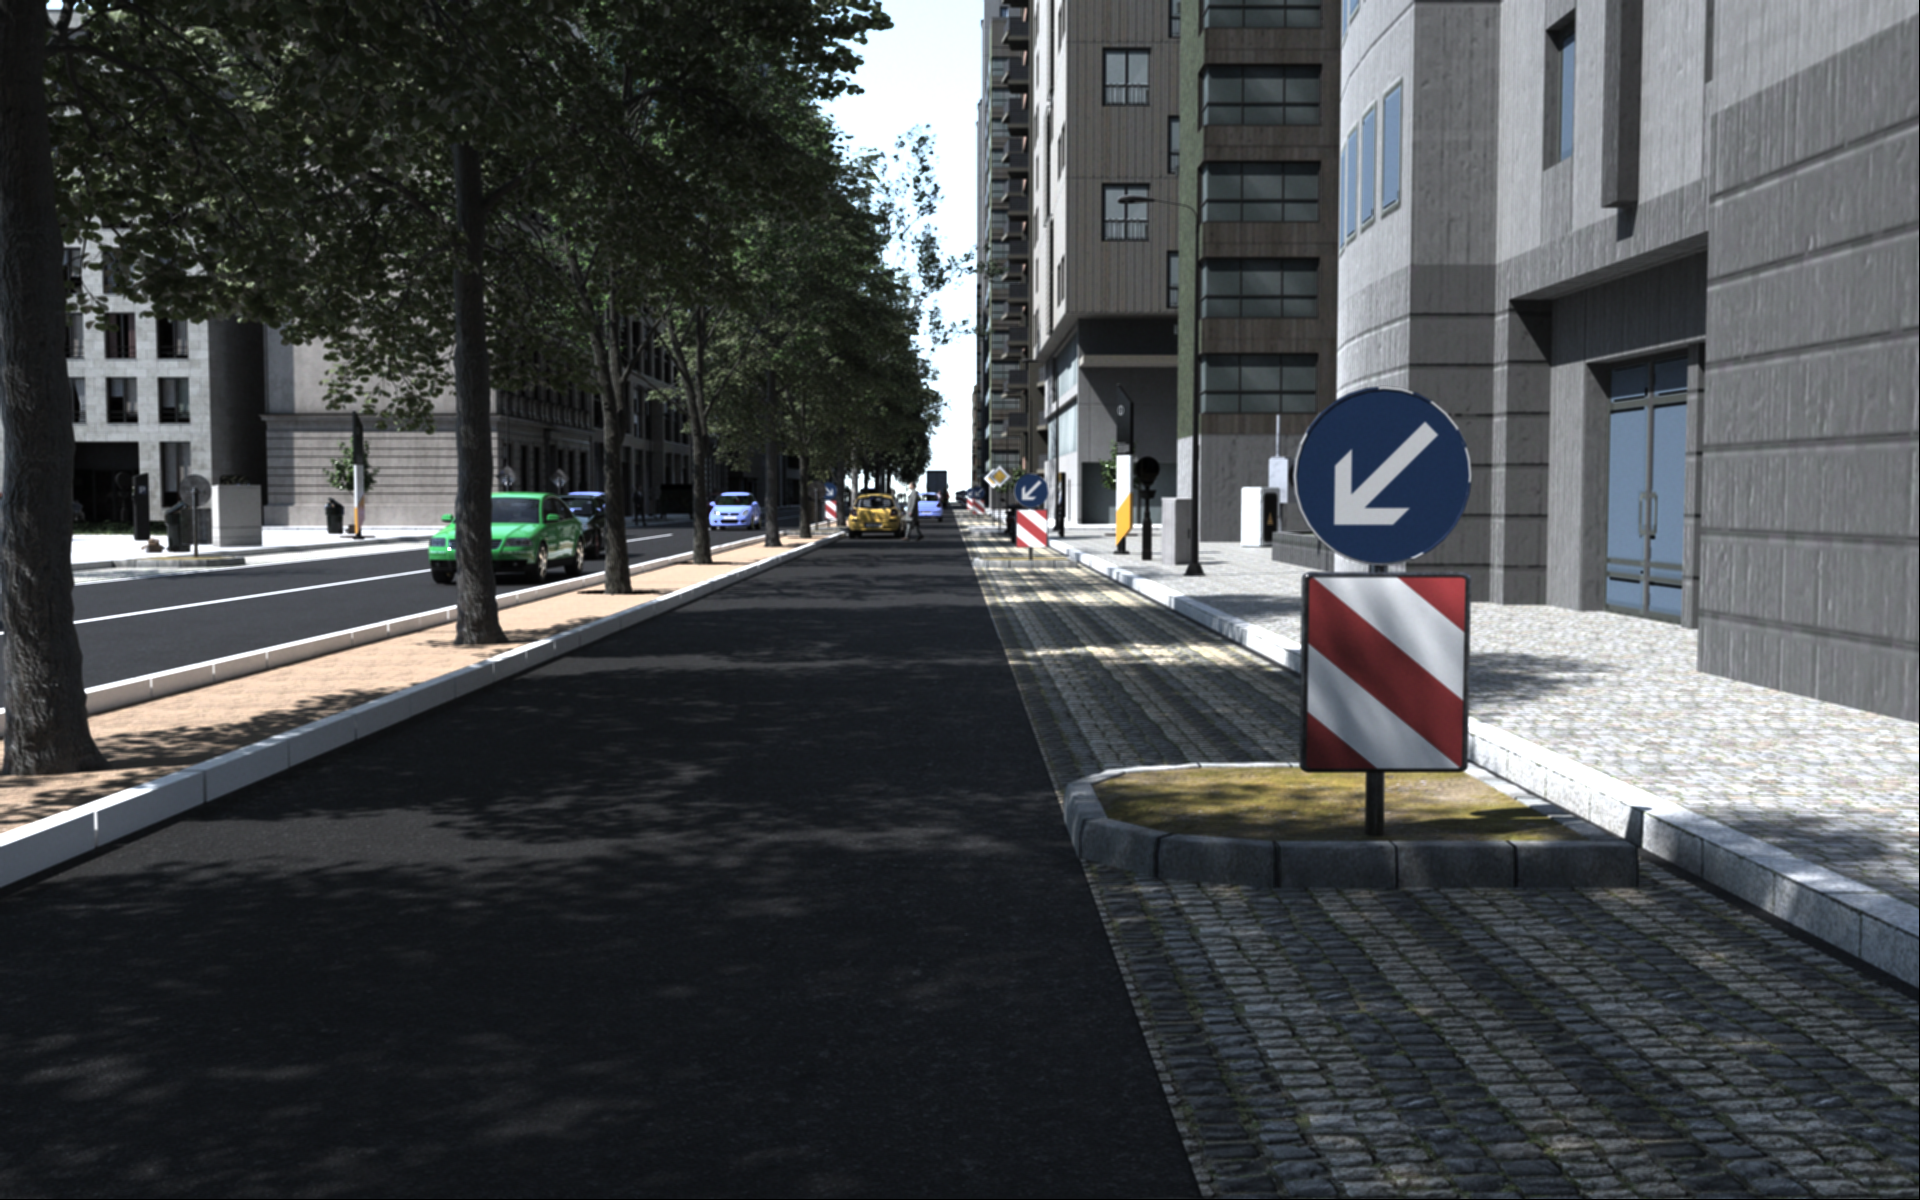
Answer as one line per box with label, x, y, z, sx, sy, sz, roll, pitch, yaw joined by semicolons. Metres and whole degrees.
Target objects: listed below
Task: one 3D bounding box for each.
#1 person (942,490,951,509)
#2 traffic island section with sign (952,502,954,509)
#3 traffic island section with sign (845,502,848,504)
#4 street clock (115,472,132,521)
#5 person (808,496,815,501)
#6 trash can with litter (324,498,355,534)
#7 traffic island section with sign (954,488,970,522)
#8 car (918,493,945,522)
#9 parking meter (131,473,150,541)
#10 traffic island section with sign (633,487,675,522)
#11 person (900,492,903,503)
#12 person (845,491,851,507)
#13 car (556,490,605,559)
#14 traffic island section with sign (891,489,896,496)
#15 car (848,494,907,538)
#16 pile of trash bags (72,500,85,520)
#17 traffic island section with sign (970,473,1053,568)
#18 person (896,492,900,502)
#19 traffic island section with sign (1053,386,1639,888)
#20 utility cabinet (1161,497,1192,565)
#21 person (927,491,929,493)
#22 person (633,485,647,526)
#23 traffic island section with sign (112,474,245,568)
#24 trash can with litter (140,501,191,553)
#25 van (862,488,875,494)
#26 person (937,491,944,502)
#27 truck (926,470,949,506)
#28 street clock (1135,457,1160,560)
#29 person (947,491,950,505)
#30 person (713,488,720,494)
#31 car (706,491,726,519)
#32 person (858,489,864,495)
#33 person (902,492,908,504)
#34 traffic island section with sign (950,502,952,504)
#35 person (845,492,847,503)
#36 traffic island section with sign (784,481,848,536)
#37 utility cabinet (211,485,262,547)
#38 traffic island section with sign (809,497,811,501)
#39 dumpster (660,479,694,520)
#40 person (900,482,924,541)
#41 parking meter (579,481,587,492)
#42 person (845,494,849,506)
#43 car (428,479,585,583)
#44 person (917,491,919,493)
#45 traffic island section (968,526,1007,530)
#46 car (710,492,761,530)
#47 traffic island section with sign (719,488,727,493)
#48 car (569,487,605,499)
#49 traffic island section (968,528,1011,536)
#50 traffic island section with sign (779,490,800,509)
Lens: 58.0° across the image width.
person;-1.492;-9.903;170.502;1.348;1.812;0.705;-1;4;-17
traffic island section with sign;0.629;-6.646;117.287;1.989;1.847;2.006;0;4;0
traffic island section with sign;-17.236;-16.410;276.937;1.989;1.847;2.006;0;4;0
street clock;-27.886;-3.254;57.776;0.358;2.002;0.471;3;4;38
person;-12.331;-8.307;145.028;1.217;1.736;0.721;-1;4;-10
trash can with litter;-19.924;-2.721;55.877;1.055;1.170;0.624;-2;4;-29
traffic island section with sign;0.837;-4.941;89.406;1.989;1.847;2.006;0;4;0
car;-1.738;-4.872;89.250;1.945;1.707;3.694;0;4;-1
parking meter;-22.642;-2.578;47.855;0.399;1.863;0.255;-3;5;-44
traffic island section with sign;-15.835;-4.966;89.826;1.989;1.847;2.006;0;4;0
person;-9.853;-17.300;291.448;1.348;1.812;0.705;-1;4;-20
person;-12.443;-11.456;195.822;1.348;1.821;0.705;3;5;44
car;-8.843;-1.797;39.175;2.009;1.686;4.222;0;4;-2
traffic island section with sign;-5.638;-8.223;142.585;2.006;1.907;1.989;0;4;0
car;-2.727;-2.890;57.480;2.015;1.641;3.980;0;4;1
pile of trash bags;-31.080;-2.960;58.147;3.447;1.369;1.912;0;4;4
traffic island section with sign;1.261;-1.561;34.152;1.989;1.847;2.006;0;4;0
person;-9.405;-15.667;265.587;0.756;1.711;0.436;-2;4;-30
traffic island section with sign;1.455;0.088;7.197;1.989;1.847;2.006;0;4;0
utility cabinet;4.013;-1.261;31.777;0.306;1.237;1.020;2;4;27
person;-3.105;-9.875;170.500;0.434;1.755;0.990;1;4;21
person;-14.492;-4.297;78.534;0.659;1.850;0.755;-3;5;-40
traffic island section with sign;-15.407;-1.578;34.422;1.989;1.847;2.006;0;4;0
trash can with litter;-17.441;-1.636;38.141;1.055;1.170;0.624;-3;4;-39
van;-8.352;-9.713;163.192;2.240;2.365;5.245;0;4;0
person;-1.775;-8.463;147.803;0.756;1.711;0.436;0;4;-3
truck;-2.757;-13.450;208.827;2.839;4.237;11.283;0;4;0
street clock;3.631;-1.775;33.591;0.471;2.002;0.358;0;4;6
person;-1.643;-13.712;232.627;0.705;1.831;1.348;-1;4;-21
person;-15.915;-6.413;113.319;0.580;1.828;0.573;1;4;14
car;-13.034;-5.248;94.837;2.155;1.783;4.494;0;3;0
person;-6.968;-6.889;121.257;0.709;1.813;0.853;1;4;9
person;-7.802;-14.540;246.215;0.705;1.826;1.348;3;4;37
traffic island section with sign;0.251;-9.726;167.643;1.989;1.847;2.006;0;4;0
person;-17.312;-15.566;263.666;0.551;1.740;0.621;1;4;19
traffic island section with sign;-5.021;-3.175;60.041;2.006;1.907;1.989;0;4;0
utility cabinet;-17.474;-2.028;41.834;0.318;1.500;1.173;2;4;31
traffic island section with sign;-16.623;-11.382;194.726;1.989;1.847;2.006;0;4;0
dumpster;-15.693;-5.588;96.315;1.985;2.255;1.502;0;3;0
person;-1.484;-2.734;53.300;0.767;1.812;0.694;0;4;-3
parking meter;-17.402;-4.540;79.938;0.255;1.863;0.399;-2;4;-33
person;-12.999;-11.906;203.982;1.217;1.723;0.721;-1;4;-20
car;-7.596;-1.253;29.286;1.959;1.807;4.718;0;4;0
person;-4.084;-9.447;163.673;0.721;1.735;1.217;1;4;13
traffic island section;1.330;-2.786;67.835;2.009;0.180;2.903;0;4;0
car;-9.010;-3.667;69.553;1.945;1.707;3.694;0;4;0
traffic island section with sign;-16.035;-6.615;116.780;1.989;1.847;2.006;0;4;0
car;-12.459;-2.930;57.496;1.945;1.707;3.694;0;4;1
traffic island section;1.390;-2.298;59.850;2.009;0.180;2.903;0;4;0
traffic island section with sign;-16.409;-9.699;167.214;1.989;1.847;2.006;0;4;0
